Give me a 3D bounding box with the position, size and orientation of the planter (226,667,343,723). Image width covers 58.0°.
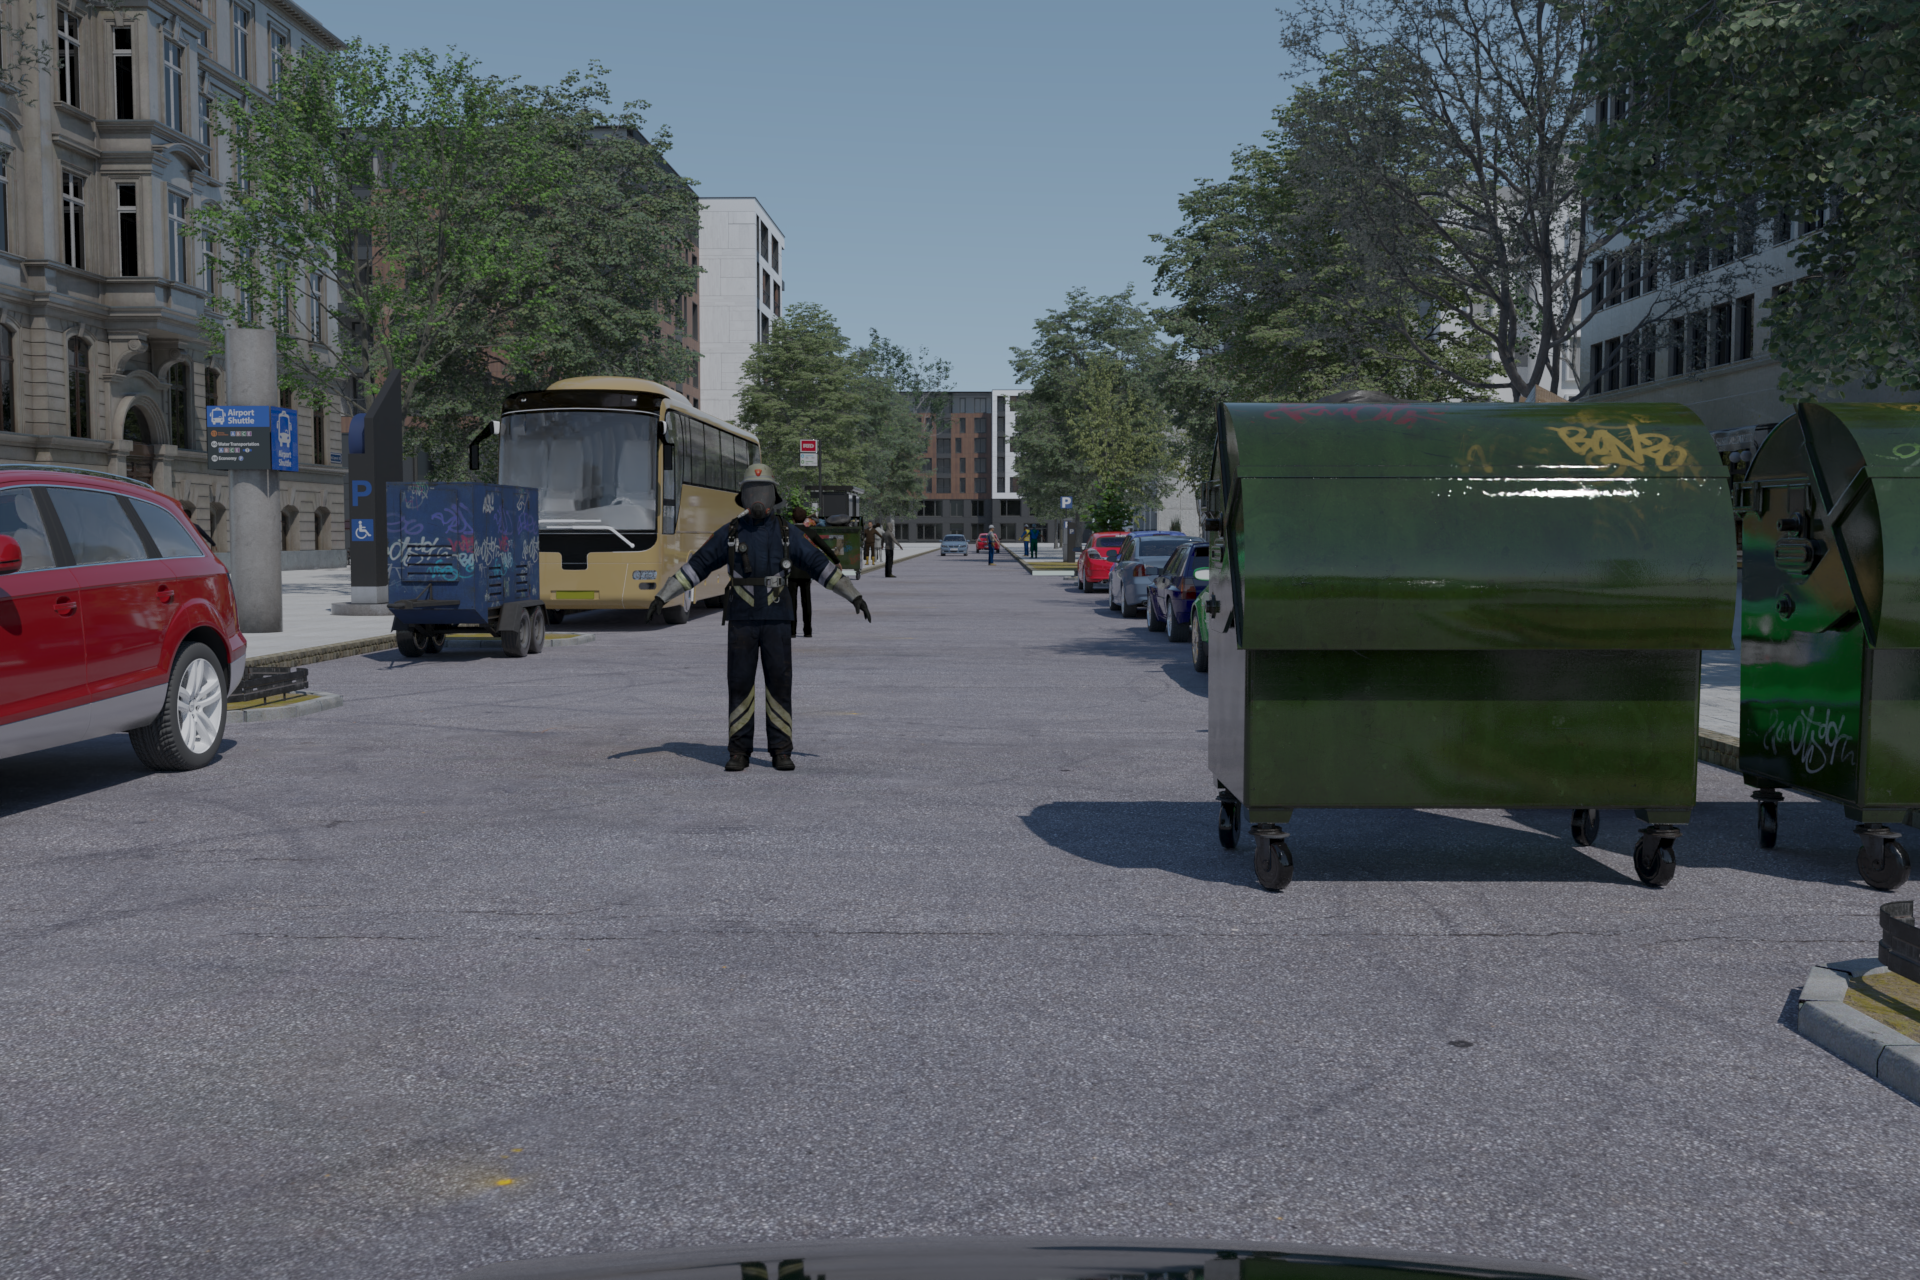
[{"bbox_3d":[-6.154,0.437,13.990,1.991,0.319,1.994,0,4,2],"label":"planter"}]

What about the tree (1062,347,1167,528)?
[{"bbox_3d":[5.785,-7.186,67.849,4.737,8.622,4.395,0,3,0],"label":"tree"}]

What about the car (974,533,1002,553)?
[{"bbox_3d":[2.125,-7.554,132.547,2.155,1.783,4.494,0,3,0],"label":"car"}]

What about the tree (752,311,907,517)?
[{"bbox_3d":[-7.466,-11.750,98.770,9.857,13.997,8.962,0,3,0],"label":"tree"}]

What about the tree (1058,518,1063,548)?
[{"bbox_3d":[9.435,-14.318,159.846,9.928,11.665,9.643,0,3,0],"label":"tree"}]

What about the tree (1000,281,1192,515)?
[{"bbox_3d":[7.086,-11.023,86.876,9.857,13.997,8.962,0,3,0],"label":"tree"}]

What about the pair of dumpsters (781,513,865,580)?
[{"bbox_3d":[-5.212,-3.011,54.183,4.436,2.255,1.574,0,4,1],"label":"pair of dumpsters"}]

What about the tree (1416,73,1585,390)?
[{"bbox_3d":[25.635,-13.180,71.375,12.611,20.169,13.585,0,3,0],"label":"tree"}]

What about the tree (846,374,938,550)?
[{"bbox_3d":[-6.637,-14.094,137.093,9.857,13.997,8.962,0,3,0],"label":"tree"}]

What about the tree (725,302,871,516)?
[{"bbox_3d":[-7.974,-10.216,85.159,7.486,12.596,7.792,0,3,0],"label":"tree"}]

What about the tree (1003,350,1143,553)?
[{"bbox_3d":[8.109,-13.048,119.988,9.857,13.997,8.962,0,3,0],"label":"tree"}]

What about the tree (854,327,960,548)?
[{"bbox_3d":[-6.018,-18.449,157.523,12.611,20.169,13.585,0,3,0],"label":"tree"}]

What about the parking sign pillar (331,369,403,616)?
[{"bbox_3d":[-9.328,-2.399,27.690,1.447,3.967,1.447,0,4,2],"label":"parking sign pillar"}]

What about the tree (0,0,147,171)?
[{"bbox_3d":[-12.141,-6.301,13.396,12.009,13.543,11.850,0,3,0],"label":"tree"}]

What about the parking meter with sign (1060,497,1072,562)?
[{"bbox_3d":[4.925,-5.108,79.778,0.543,3.016,1.738,0,4,1],"label":"parking meter with sign"}]

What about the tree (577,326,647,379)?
[{"bbox_3d":[-11.519,-6.424,55.387,4.360,8.622,3.978,0,3,0],"label":"tree"}]

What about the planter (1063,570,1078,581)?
[{"bbox_3d":[4.243,-2.026,54.264,1.991,0.319,1.994,0,4,1],"label":"planter"}]

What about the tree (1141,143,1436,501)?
[{"bbox_3d":[10.427,-9.095,55.356,9.857,13.997,8.962,0,3,0],"label":"tree"}]

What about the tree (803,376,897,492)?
[{"bbox_3d":[-7.592,-11.315,110.760,9.928,11.665,9.643,0,3,0],"label":"tree"}]

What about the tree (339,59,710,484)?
[{"bbox_3d":[-11.462,-8.551,46.471,9.857,13.997,8.962,0,3,0],"label":"tree"}]

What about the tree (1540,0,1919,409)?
[{"bbox_3d":[9.314,-6.584,14.297,9.857,13.997,8.962,0,3,0],"label":"tree"}]

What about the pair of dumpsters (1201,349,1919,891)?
[{"bbox_3d":[3.264,-0.150,7.403,4.436,2.255,1.574,0,4,1],"label":"pair of dumpsters"}]

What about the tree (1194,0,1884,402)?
[{"bbox_3d":[9.433,-7.219,28.405,12.009,13.543,11.850,0,3,0],"label":"tree"}]

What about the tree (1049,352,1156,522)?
[{"bbox_3d":[8.842,-11.574,107.369,7.486,12.596,7.792,0,3,0],"label":"tree"}]

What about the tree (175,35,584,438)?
[{"bbox_3d":[-11.776,-6.709,35.456,9.928,11.665,9.643,0,3,0],"label":"tree"}]

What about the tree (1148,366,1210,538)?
[{"bbox_3d":[10.340,-7.615,74.872,4.737,8.622,4.395,0,3,0],"label":"tree"}]

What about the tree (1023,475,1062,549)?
[{"bbox_3d":[8.432,-14.093,148.550,7.486,12.596,7.792,0,3,0],"label":"tree"}]

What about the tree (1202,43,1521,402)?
[{"bbox_3d":[9.229,-7.524,41.142,7.486,12.596,7.792,0,3,0],"label":"tree"}]

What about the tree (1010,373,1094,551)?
[{"bbox_3d":[8.230,-13.886,133.691,9.857,13.997,8.962,0,3,0],"label":"tree"}]

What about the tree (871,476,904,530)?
[{"bbox_3d":[-6.844,-11.947,145.703,4.360,8.622,3.978,0,3,0],"label":"tree"}]

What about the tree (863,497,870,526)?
[{"bbox_3d":[-7.497,-10.390,120.234,4.360,8.622,3.978,0,3,0],"label":"tree"}]

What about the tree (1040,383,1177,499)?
[{"bbox_3d":[8.012,-9.984,97.658,8.767,10.594,7.601,0,4,-3],"label":"tree"}]

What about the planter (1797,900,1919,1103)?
[{"bbox_3d":[3.408,1.012,4.598,1.991,0.319,1.994,0,3,0],"label":"planter"}]

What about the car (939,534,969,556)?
[{"bbox_3d":[-0.359,-6.228,113.831,2.014,1.417,4.499,0,4,1],"label":"car"}]

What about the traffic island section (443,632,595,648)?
[{"bbox_3d":[-5.909,0.002,22.835,1.991,0.108,1.994,0,4,2],"label":"traffic island section"}]
